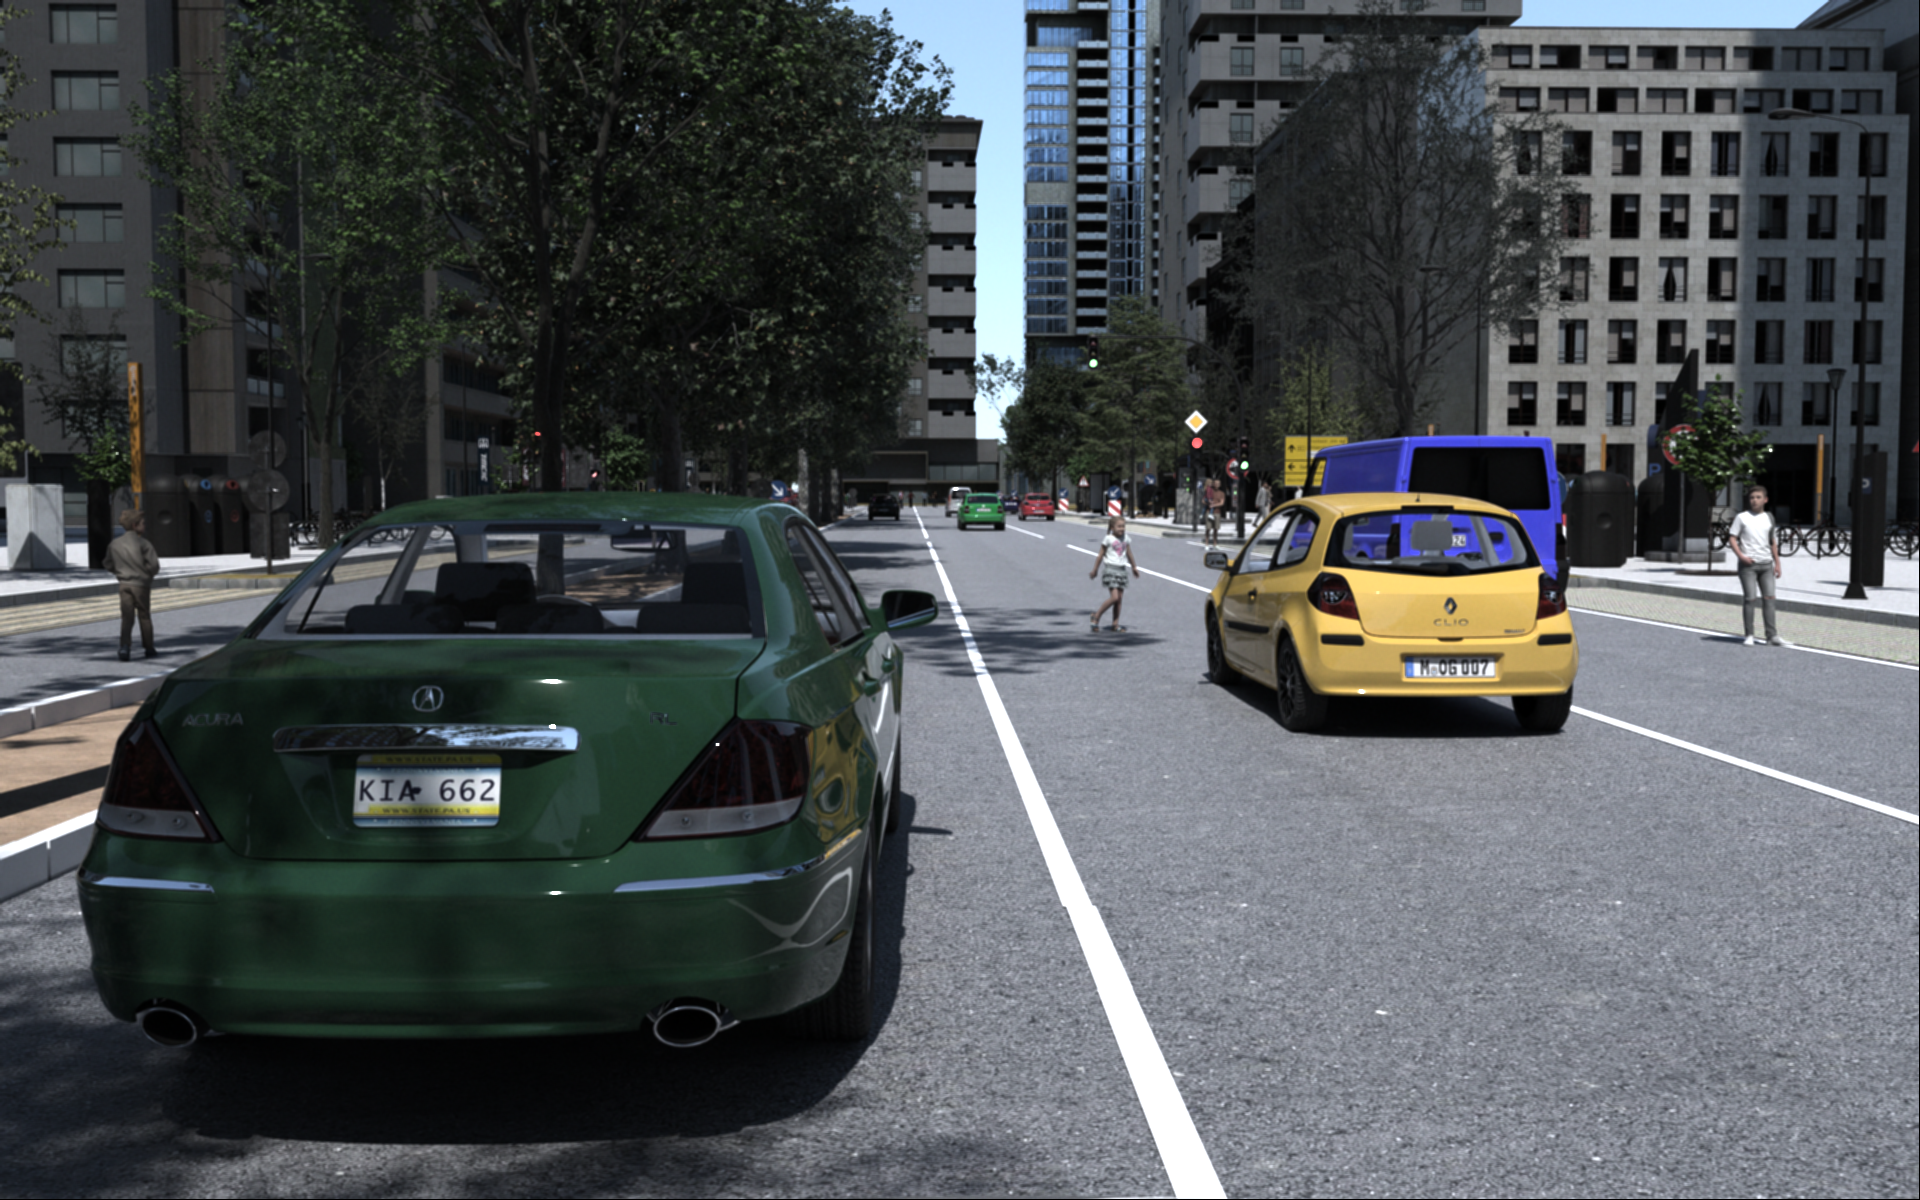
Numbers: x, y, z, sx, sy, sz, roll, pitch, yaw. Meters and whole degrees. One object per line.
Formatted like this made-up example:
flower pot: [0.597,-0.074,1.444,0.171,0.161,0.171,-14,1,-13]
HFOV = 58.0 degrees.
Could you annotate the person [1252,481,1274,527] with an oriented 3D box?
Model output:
person: [11.601,-3.678,66.446,0.850,1.792,0.678,2,4,29]

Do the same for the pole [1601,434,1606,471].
pole: [21.827,-3.974,58.817,0.158,3.312,0.155,0,3,0]

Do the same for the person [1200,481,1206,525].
person: [10.260,-4.012,71.846,0.583,1.804,0.606,0,4,3]

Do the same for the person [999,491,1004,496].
person: [3.962,-9.515,164.740,0.551,1.740,0.621,2,4,26]

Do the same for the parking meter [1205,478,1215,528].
parking meter: [9.340,-3.602,64.610,0.255,1.863,0.399,2,4,32]

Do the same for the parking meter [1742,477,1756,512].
parking meter: [27.709,-3.372,60.836,0.399,1.863,0.255,-2,4,-23]

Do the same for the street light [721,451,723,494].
street light: [-15.240,-8.696,114.714,1.470,5.913,1.316,0,4,-2]

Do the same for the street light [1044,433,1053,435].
street light: [7.081,-9.770,132.279,1.470,5.913,1.316,0,4,-2]

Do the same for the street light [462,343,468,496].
street light: [-13.322,-4.646,48.500,1.470,5.913,1.316,0,4,-2]

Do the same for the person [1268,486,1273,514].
person: [18.750,-6.018,104.785,0.374,1.781,0.599,1,4,18]

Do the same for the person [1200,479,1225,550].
person: [6.418,-2.183,44.162,0.573,1.828,0.580,3,5,39]

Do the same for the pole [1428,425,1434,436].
pole: [13.824,-3.491,50.918,0.158,3.312,0.155,0,3,0]

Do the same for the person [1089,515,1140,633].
person: [1.620,-0.277,18.039,0.505,1.210,0.382,-2,4,-34]

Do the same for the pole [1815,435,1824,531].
pole: [29.447,-4.007,59.355,0.158,3.312,0.155,0,3,0]

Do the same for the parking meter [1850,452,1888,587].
parking meter: [12.591,-1.120,24.025,0.255,1.863,0.399,-2,4,-28]

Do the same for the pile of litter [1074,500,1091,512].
pile of litter: [8.974,-6.972,127.959,1.176,0.858,1.719,-3,4,-36]

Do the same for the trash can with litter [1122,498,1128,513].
trash can with litter: [10.709,-6.598,118.935,2.233,1.210,1.678,0,4,-1]

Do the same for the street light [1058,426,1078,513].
street light: [7.564,-8.894,117.958,1.470,5.913,1.316,0,4,-2]

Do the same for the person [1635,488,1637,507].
person: [24.456,-3.517,63.405,0.638,1.841,0.748,2,4,28]

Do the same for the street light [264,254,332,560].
street light: [-12.831,-3.736,33.622,1.470,5.913,1.316,0,4,-2]

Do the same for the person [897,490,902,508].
person: [-6.415,-10.688,183.118,0.599,1.838,0.709,1,4,17]

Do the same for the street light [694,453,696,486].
street light: [-14.838,-7.820,100.390,1.470,5.913,1.316,0,4,-2]

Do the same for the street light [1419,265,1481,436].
street light: [10.026,-3.843,35.376,1.470,5.913,1.316,0,4,-2]

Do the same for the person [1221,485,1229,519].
person: [13.799,-5.175,90.832,0.473,1.802,0.592,-3,4,-38]

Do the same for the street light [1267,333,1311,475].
street light: [9.536,-4.736,49.967,1.470,5.913,1.316,0,4,-2]

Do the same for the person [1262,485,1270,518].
person: [14.809,-4.738,84.055,0.362,1.759,0.519,-2,4,-24]

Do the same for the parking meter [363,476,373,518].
parking meter: [-19.484,-3.140,57.049,0.255,1.863,0.399,-2,4,-24]

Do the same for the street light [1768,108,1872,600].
street light: [10.435,-2.967,21.053,1.470,5.913,1.316,0,4,-2]

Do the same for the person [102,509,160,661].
person: [-7.164,-0.136,14.991,0.475,1.303,0.640,-1,4,-12]

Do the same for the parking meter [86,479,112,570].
parking meter: [-14.693,-1.295,29.577,0.372,1.533,0.369,0,3,0]

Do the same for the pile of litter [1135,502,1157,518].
pile of litter: [10.073,-4.863,93.472,1.176,0.858,1.719,-2,4,-35]

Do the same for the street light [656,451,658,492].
street light: [-14.500,-6.933,85.902,1.470,5.913,1.316,0,4,-2]

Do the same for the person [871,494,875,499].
person: [-9.378,-10.852,189.156,0.991,1.433,0.599,1,4,14]

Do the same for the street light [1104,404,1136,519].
street light: [8.382,-7.142,89.311,1.470,5.913,1.316,0,4,-2]

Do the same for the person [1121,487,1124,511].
person: [12.366,-7.704,132.006,0.388,1.821,0.555,0,4,0]

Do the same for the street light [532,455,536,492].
street light: [-13.561,-5.182,57.259,1.470,5.913,1.316,0,4,-2]

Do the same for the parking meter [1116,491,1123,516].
parking meter: [9.399,-5.723,101.990,0.372,1.533,0.369,0,3,0]

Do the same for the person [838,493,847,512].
person: [-7.818,-6.501,114.883,0.616,1.811,0.778,1,4,14]

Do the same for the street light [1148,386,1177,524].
street light: [8.800,-6.254,74.790,1.470,5.913,1.316,0,4,-2]

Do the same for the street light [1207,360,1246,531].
street light: [9.266,-5.366,60.275,1.470,5.913,1.316,0,4,-2]

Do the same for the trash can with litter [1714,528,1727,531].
trash can with litter: [25.673,-2.972,59.648,2.233,1.210,1.678,-1,4,-19]

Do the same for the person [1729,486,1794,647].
person: [7.552,-0.321,16.344,0.503,1.515,0.523,-2,4,-32]

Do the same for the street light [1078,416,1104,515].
street light: [8.040,-8.018,103.637,1.470,5.913,1.316,0,4,-2]

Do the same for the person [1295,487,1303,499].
person: [15.147,-4.331,77.205,0.624,1.780,0.694,0,4,-1]

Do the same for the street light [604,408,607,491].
street light: [-14.113,-6.057,71.578,1.470,5.913,1.316,0,4,-2]

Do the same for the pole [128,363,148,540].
pole: [-12.812,-2.028,26.999,0.158,3.312,0.155,0,3,0]
